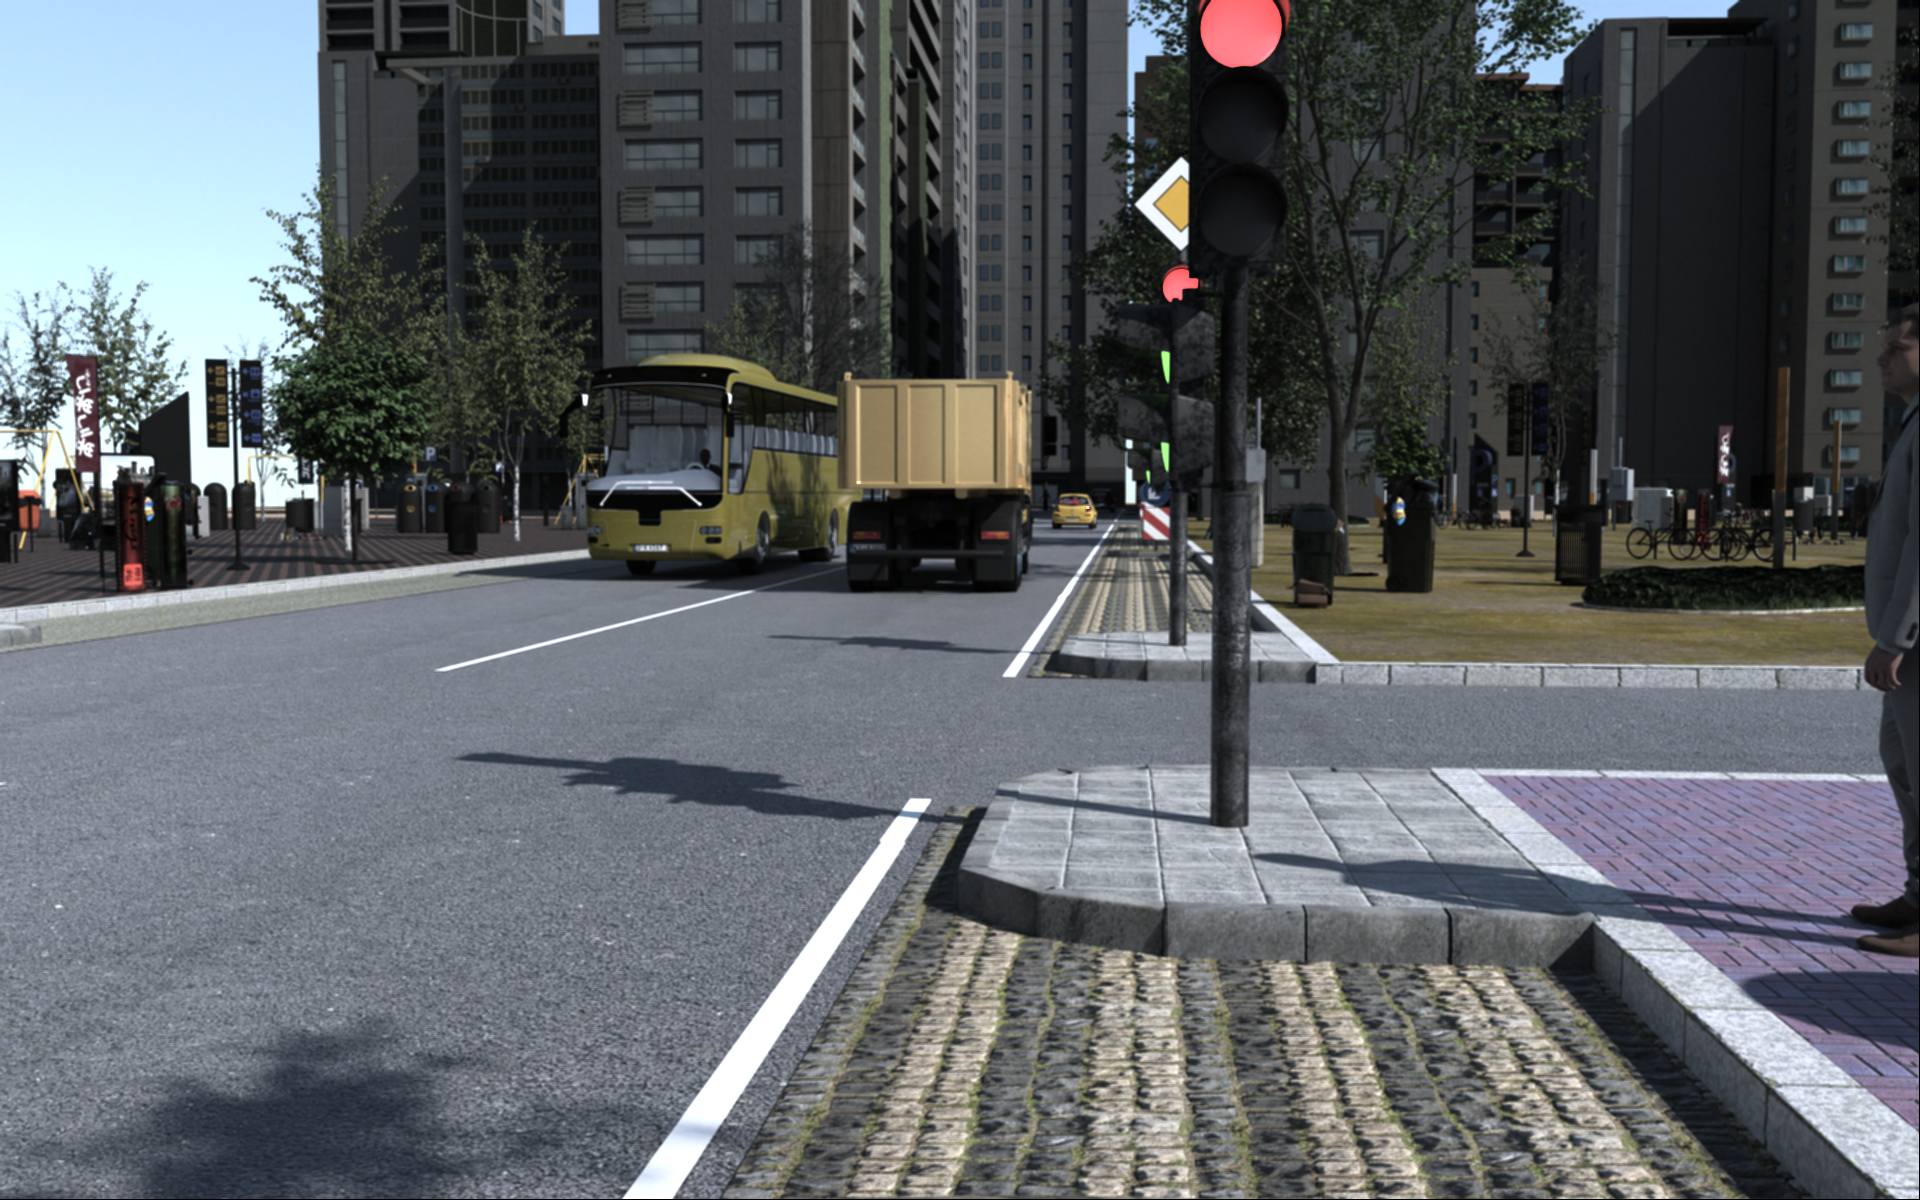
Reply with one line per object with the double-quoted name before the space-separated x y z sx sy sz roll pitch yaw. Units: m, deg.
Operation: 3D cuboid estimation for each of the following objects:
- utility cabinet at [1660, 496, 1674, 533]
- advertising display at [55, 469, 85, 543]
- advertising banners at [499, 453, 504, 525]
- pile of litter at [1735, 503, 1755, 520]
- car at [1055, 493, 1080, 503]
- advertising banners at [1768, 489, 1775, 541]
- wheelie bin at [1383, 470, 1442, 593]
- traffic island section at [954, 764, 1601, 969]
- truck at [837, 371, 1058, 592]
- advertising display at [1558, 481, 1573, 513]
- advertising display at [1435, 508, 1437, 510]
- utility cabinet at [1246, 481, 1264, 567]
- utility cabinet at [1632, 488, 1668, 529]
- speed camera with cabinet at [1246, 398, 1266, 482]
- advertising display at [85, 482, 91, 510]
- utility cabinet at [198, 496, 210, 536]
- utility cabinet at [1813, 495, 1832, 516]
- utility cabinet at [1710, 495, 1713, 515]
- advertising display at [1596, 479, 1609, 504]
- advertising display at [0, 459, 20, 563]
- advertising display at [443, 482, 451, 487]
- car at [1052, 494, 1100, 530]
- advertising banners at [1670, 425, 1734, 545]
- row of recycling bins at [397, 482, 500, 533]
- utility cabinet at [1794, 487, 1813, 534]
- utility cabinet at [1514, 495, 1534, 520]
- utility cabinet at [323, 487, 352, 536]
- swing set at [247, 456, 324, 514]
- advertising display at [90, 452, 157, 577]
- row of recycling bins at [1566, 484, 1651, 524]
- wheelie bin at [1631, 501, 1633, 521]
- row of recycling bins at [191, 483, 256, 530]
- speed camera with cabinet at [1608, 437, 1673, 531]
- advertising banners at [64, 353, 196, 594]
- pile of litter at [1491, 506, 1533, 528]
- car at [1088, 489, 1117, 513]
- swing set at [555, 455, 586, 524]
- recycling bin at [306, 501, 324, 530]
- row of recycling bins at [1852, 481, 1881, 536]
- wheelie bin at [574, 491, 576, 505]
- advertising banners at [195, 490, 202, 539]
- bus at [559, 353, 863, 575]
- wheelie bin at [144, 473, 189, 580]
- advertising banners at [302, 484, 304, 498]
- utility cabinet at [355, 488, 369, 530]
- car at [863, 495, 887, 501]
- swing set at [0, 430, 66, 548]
"utility cabinet" 23.514 -2.825 57.346 0.306 1.237 1.020 0 4 2
"advertising display" -23.280 -2.448 45.239 0.974 1.923 0.123 2 4 34
"advertising banners" -19.023 -4.615 71.638 0.090 3.025 2.074 0 4 -5
"pile of litter" 38.635 -4.399 85.894 1.719 0.858 1.176 2 4 28
"car" 6.429 -5.491 98.821 2.155 1.783 4.494 0 4 8
"advertising banners" 22.678 -3.172 48.047 0.090 3.025 2.074 2 4 34
"wheelie bin" 5.938 -0.906 22.719 0.693 1.594 0.980 1 4 21
"traffic island section" 1.067 0.952 6.723 2.009 0.180 2.903 0 4 6
"truck" -0.140 -2.027 29.064 3.469 3.379 9.791 0 4 4
"advertising display" 28.896 -4.741 82.724 0.123 1.923 0.974 -2 4 -33
"advertising display" 23.360 -4.986 86.728 0.974 1.923 0.123 -2 4 -27
"utility cabinet" 5.157 -1.340 30.591 0.318 1.500 1.173 1 4 14
"utility cabinet" 25.066 -3.318 62.922 1.173 1.500 0.318 1 4 20
"speed camera with cabinet" 5.974 -2.571 36.370 0.660 3.252 2.038 0 4 3
"advertising display" -46.044 -5.306 91.965 0.974 1.923 0.123 -2 4 -26
"utility cabinet" -23.224 -2.514 52.263 1.020 1.237 0.306 -3 4 -36
"utility cabinet" 38.221 -4.014 76.791 0.306 1.237 1.020 -1 4 -13
"utility cabinet" 35.730 -4.397 83.048 1.020 1.237 0.306 -2 4 -34
"advertising display" 26.839 -4.125 72.665 0.123 1.923 0.974 -2 4 -25
"advertising display" -17.926 -1.661 32.372 0.974 1.923 0.123 2 4 30
"advertising display" -27.977 -5.399 93.490 0.974 1.923 0.123 -1 4 -18
"car" 4.748 -3.748 71.503 2.015 1.641 3.980 0 4 7
"advertising banners" 18.705 -2.902 43.636 2.074 3.025 0.090 -2 4 -24
"row of recycling bins" -16.889 -3.064 57.207 3.534 1.692 1.069 1 4 9
"utility cabinet" 26.688 -2.824 54.853 0.318 1.500 1.173 3 4 39
"utility cabinet" 28.472 -4.670 87.509 0.306 1.237 1.020 -2 4 -34
"utility cabinet" -18.752 -2.660 52.177 1.173 1.500 0.318 3 5 43
"swing set" -27.590 -4.505 71.282 3.119 2.851 2.862 -1 4 -18
"advertising display" -13.067 -1.342 27.160 0.123 1.923 0.974 2 4 35
"row of recycling bins" 28.077 -4.143 74.855 3.534 1.692 1.069 1 4 15
"wheelie bin" 31.642 -4.558 82.433 0.693 1.594 0.980 -3 5 -43
"row of recycling bins" -27.112 -3.362 62.086 3.534 1.692 1.069 -1 4 -12
"speed camera with cabinet" 23.656 -4.027 60.169 2.038 3.252 0.660 3 5 43
"advertising banners" -10.808 -1.613 22.568 0.090 3.025 2.074 1 4 17
"pile of litter" 20.976 -3.173 65.841 1.719 0.858 1.176 0 4 5
"car" 11.042 -7.717 134.841 2.281 1.827 5.304 0 4 7
"swing set" -15.746 -4.734 75.028 2.862 2.851 3.119 0 4 3
"recycling bin" -23.131 -3.039 62.240 0.722 1.027 0.722 0 4 6
"row of recycling bins" 27.841 -2.729 51.733 1.069 1.692 3.534 0 4 -1
"wheelie bin" -18.114 -4.612 83.315 0.980 1.594 0.693 0 4 0
"advertising banners" -21.868 -3.172 48.051 0.090 3.025 2.074 1 4 18
"bus" -4.274 -2.594 33.965 2.896 3.916 12.252 0 4 8
"wheelie bin" -12.022 -1.113 26.112 0.693 1.594 0.980 -1 4 -15
"advertising banners" -25.176 -4.291 66.348 0.090 3.025 2.074 -1 4 -20
"utility cabinet" -21.672 -3.239 61.634 1.173 1.500 0.318 0 4 2
"car" -2.680 -2.396 51.176 2.014 1.417 4.499 0 4 4
"swing set" -23.340 -2.748 42.553 3.119 2.851 2.862 1 4 9
